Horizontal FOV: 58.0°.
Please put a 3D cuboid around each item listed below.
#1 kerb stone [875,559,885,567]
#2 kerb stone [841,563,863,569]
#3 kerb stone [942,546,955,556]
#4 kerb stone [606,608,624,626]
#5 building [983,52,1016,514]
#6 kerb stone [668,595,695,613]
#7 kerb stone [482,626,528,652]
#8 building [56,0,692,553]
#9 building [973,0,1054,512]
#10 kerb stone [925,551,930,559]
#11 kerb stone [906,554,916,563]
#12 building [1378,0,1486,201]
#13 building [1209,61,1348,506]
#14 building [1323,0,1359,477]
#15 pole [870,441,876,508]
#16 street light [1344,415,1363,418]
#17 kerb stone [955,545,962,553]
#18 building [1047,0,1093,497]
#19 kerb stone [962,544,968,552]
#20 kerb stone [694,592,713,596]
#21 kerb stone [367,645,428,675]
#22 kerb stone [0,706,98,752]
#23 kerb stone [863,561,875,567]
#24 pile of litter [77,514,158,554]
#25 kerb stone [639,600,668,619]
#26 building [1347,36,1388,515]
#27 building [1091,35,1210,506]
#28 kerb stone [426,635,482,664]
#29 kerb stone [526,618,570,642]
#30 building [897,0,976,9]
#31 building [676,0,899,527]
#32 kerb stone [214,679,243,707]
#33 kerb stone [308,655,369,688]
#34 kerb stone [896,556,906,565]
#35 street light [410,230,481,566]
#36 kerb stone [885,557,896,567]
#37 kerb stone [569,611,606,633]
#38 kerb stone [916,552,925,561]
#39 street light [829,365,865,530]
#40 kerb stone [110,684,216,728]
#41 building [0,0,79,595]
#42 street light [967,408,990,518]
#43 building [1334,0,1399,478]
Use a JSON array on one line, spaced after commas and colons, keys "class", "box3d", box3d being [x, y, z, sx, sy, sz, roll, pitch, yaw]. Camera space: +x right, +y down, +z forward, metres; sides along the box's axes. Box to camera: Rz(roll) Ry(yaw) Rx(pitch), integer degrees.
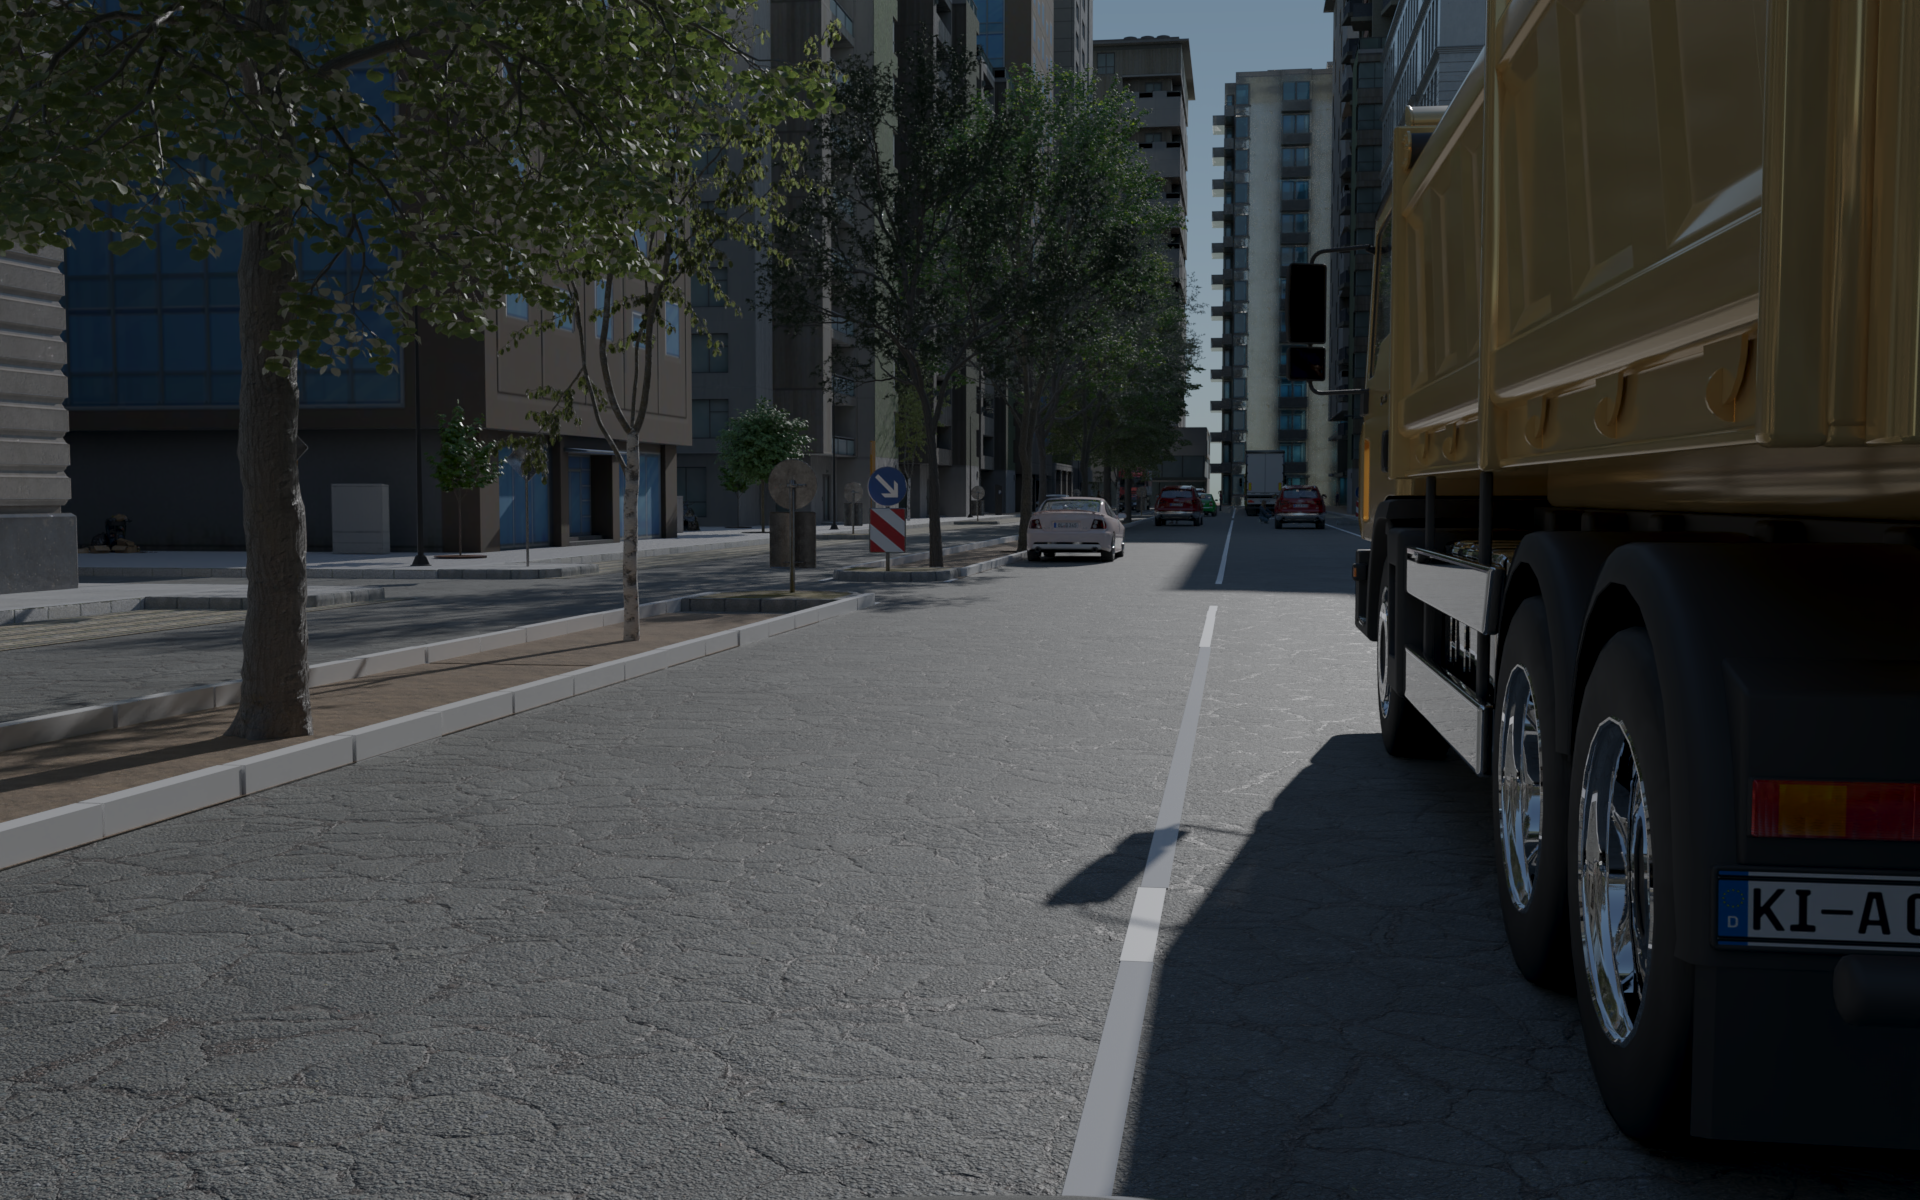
[{"class": "kerb stone", "box3d": [-1.621, -0.649, 32.830, 0.120, 0.150, 1.000, 1, 4, 9]}, {"class": "kerb stone", "box3d": [-1.937, -0.527, 30.808, 0.120, 0.150, 1.000, 1, 4, 9]}, {"class": "kerb stone", "box3d": [-0.312, -1.145, 40.927, 0.120, 0.150, 1.000, 1, 4, 9]}, {"class": "kerb stone", "box3d": [-3.816, 0.190, 19.152, 0.120, 0.150, 1.000, 1, 4, 9]}, {"class": "building", "box3d": [-4.211, -20.883, 113.142, 14.160, 30.474, 14.107, 1, 4, 9]}, {"class": "kerb stone", "box3d": [-3.481, 0.065, 21.179, 0.120, 0.150, 1.000, 1, 4, 9]}, {"class": "kerb stone", "box3d": [-4.300, 0.380, 16.114, 0.120, 0.150, 1.000, 1, 4, 9]}, {"class": "building", "box3d": [-15.837, -24.089, 43.963, 14.600, 45.320, 14.200, 1, 4, 9]}, {"class": "building", "box3d": [-0.785, -29.196, 127.470, 14.600, 45.320, 14.200, 1, 4, 9]}, {"class": "kerb stone", "box3d": [-0.800, -0.960, 37.894, 0.120, 0.150, 1.000, 1, 4, 9]}, {"class": "kerb stone", "box3d": [-1.118, -0.836, 35.871, 0.120, 0.150, 1.000, 1, 4, 9]}, {"class": "building", "box3d": [27.527, -18.854, 85.752, 11.434, 29.767, 29.804, 1, 4, 9]}, {"class": "building", "box3d": [43.629, -35.147, 194.262, 30.456, 49.044, 23.786, 1, 4, 9]}, {"class": "building", "box3d": [48.582, -34.911, 160.033, 28.713, 52.752, 27.495, 1, 4, 9]}, {"class": "pole", "box3d": [-3.342, -4.441, 66.454, 0.158, 3.312, 0.155, 0, 3, 0]}, {"class": "street light", "box3d": [23.254, -7.900, 101.712, 1.470, 5.913, 1.316, 1, 4, 9]}, {"class": "kerb stone", "box3d": [-0.146, -1.207, 41.936, 0.120, 0.150, 1.000, 1, 4, 9]}, {"class": "building", "box3d": [2.005, -44.745, 169.824, 20.611, 71.187, 20.563, 1, 4, 9]}, {"class": "kerb stone", "box3d": [0.011, -1.269, 42.946, 0.120, 0.150, 1.000, 1, 4, 9]}, {"class": "kerb stone", "box3d": [-3.322, 0.000, 22.192, 0.120, 0.150, 1.000, 1, 4, 9]}, {"class": "kerb stone", "box3d": [-4.631, 0.497, 14.077, 0.120, 0.150, 1.000, 1, 4, 9]}, {"class": "kerb stone", "box3d": [-5.280, 0.748, 10.033, 0.120, 0.150, 1.000, 1, 4, 9]}, {"class": "kerb stone", "box3d": [-1.775, -0.589, 31.819, 0.120, 0.150, 1.000, 1, 4, 9]}, {"class": "pile of litter", "box3d": [-18.443, -1.453, 37.719, 1.719, 0.858, 1.176, 1, 4, 12]}, {"class": "kerb stone", "box3d": [-3.648, 0.125, 20.164, 0.120, 0.150, 1.000, 1, 4, 9]}, {"class": "building", "box3d": [32.378, -20.842, 112.462, 14.160, 30.474, 14.107, 1, 4, 9]}, {"class": "building", "box3d": [15.287, -37.496, 202.301, 27.495, 52.752, 28.713, 1, 4, 9]}, {"class": "kerb stone", "box3d": [-4.458, 0.438, 15.096, 0.120, 0.150, 1.000, 1, 4, 9]}, {"class": "kerb stone", "box3d": [-4.137, 0.310, 17.133, 0.120, 0.150, 1.000, 1, 4, 9]}, {"class": "building", "box3d": [-6.913, -19.776, 95.044, 14.160, 30.474, 14.107, 1, 4, 9]}, {"class": "building", "box3d": [-10.850, -23.817, 73.009, 14.154, 41.232, 14.086, 1, 4, 9]}, {"class": "kerb stone", "box3d": [-4.945, 0.624, 12.057, 0.120, 0.150, 1.000, 1, 4, 9]}, {"class": "kerb stone", "box3d": [-4.786, 0.559, 13.067, 0.120, 0.150, 1.000, 1, 4, 9]}, {"class": "kerb stone", "box3d": [-1.283, -0.774, 34.858, 0.120, 0.150, 1.000, 1, 4, 9]}, {"class": "street light", "box3d": [-9.094, -3.554, 30.657, 1.470, 5.913, 1.316, 1, 4, 9]}, {"class": "kerb stone", "box3d": [-1.450, -0.713, 33.849, 0.120, 0.150, 1.000, 1, 4, 9]}, {"class": "kerb stone", "box3d": [-3.979, 0.248, 18.143, 0.120, 0.150, 1.000, 1, 4, 9]}, {"class": "kerb stone", "box3d": [-0.956, -0.898, 36.884, 0.120, 0.150, 1.000, 1, 4, 9]}, {"class": "street light", "box3d": [-3.999, -5.481, 62.151, 1.470, 5.913, 1.316, 1, 4, 9]}, {"class": "kerb stone", "box3d": [-5.109, 0.682, 11.048, 0.120, 0.150, 1.000, 1, 4, 9]}, {"class": "building", "box3d": [-21.880, -11.665, 19.609, 19.941, 23.489, 11.050, 1, 4, 9]}, {"class": "street light", "box3d": [1.097, -7.427, 93.974, 1.470, 5.913, 1.316, 1, 4, 9]}, {"class": "building", "box3d": [40.603, -29.229, 132.515, 22.147, 44.769, 28.867, 1, 4, 9]}]
